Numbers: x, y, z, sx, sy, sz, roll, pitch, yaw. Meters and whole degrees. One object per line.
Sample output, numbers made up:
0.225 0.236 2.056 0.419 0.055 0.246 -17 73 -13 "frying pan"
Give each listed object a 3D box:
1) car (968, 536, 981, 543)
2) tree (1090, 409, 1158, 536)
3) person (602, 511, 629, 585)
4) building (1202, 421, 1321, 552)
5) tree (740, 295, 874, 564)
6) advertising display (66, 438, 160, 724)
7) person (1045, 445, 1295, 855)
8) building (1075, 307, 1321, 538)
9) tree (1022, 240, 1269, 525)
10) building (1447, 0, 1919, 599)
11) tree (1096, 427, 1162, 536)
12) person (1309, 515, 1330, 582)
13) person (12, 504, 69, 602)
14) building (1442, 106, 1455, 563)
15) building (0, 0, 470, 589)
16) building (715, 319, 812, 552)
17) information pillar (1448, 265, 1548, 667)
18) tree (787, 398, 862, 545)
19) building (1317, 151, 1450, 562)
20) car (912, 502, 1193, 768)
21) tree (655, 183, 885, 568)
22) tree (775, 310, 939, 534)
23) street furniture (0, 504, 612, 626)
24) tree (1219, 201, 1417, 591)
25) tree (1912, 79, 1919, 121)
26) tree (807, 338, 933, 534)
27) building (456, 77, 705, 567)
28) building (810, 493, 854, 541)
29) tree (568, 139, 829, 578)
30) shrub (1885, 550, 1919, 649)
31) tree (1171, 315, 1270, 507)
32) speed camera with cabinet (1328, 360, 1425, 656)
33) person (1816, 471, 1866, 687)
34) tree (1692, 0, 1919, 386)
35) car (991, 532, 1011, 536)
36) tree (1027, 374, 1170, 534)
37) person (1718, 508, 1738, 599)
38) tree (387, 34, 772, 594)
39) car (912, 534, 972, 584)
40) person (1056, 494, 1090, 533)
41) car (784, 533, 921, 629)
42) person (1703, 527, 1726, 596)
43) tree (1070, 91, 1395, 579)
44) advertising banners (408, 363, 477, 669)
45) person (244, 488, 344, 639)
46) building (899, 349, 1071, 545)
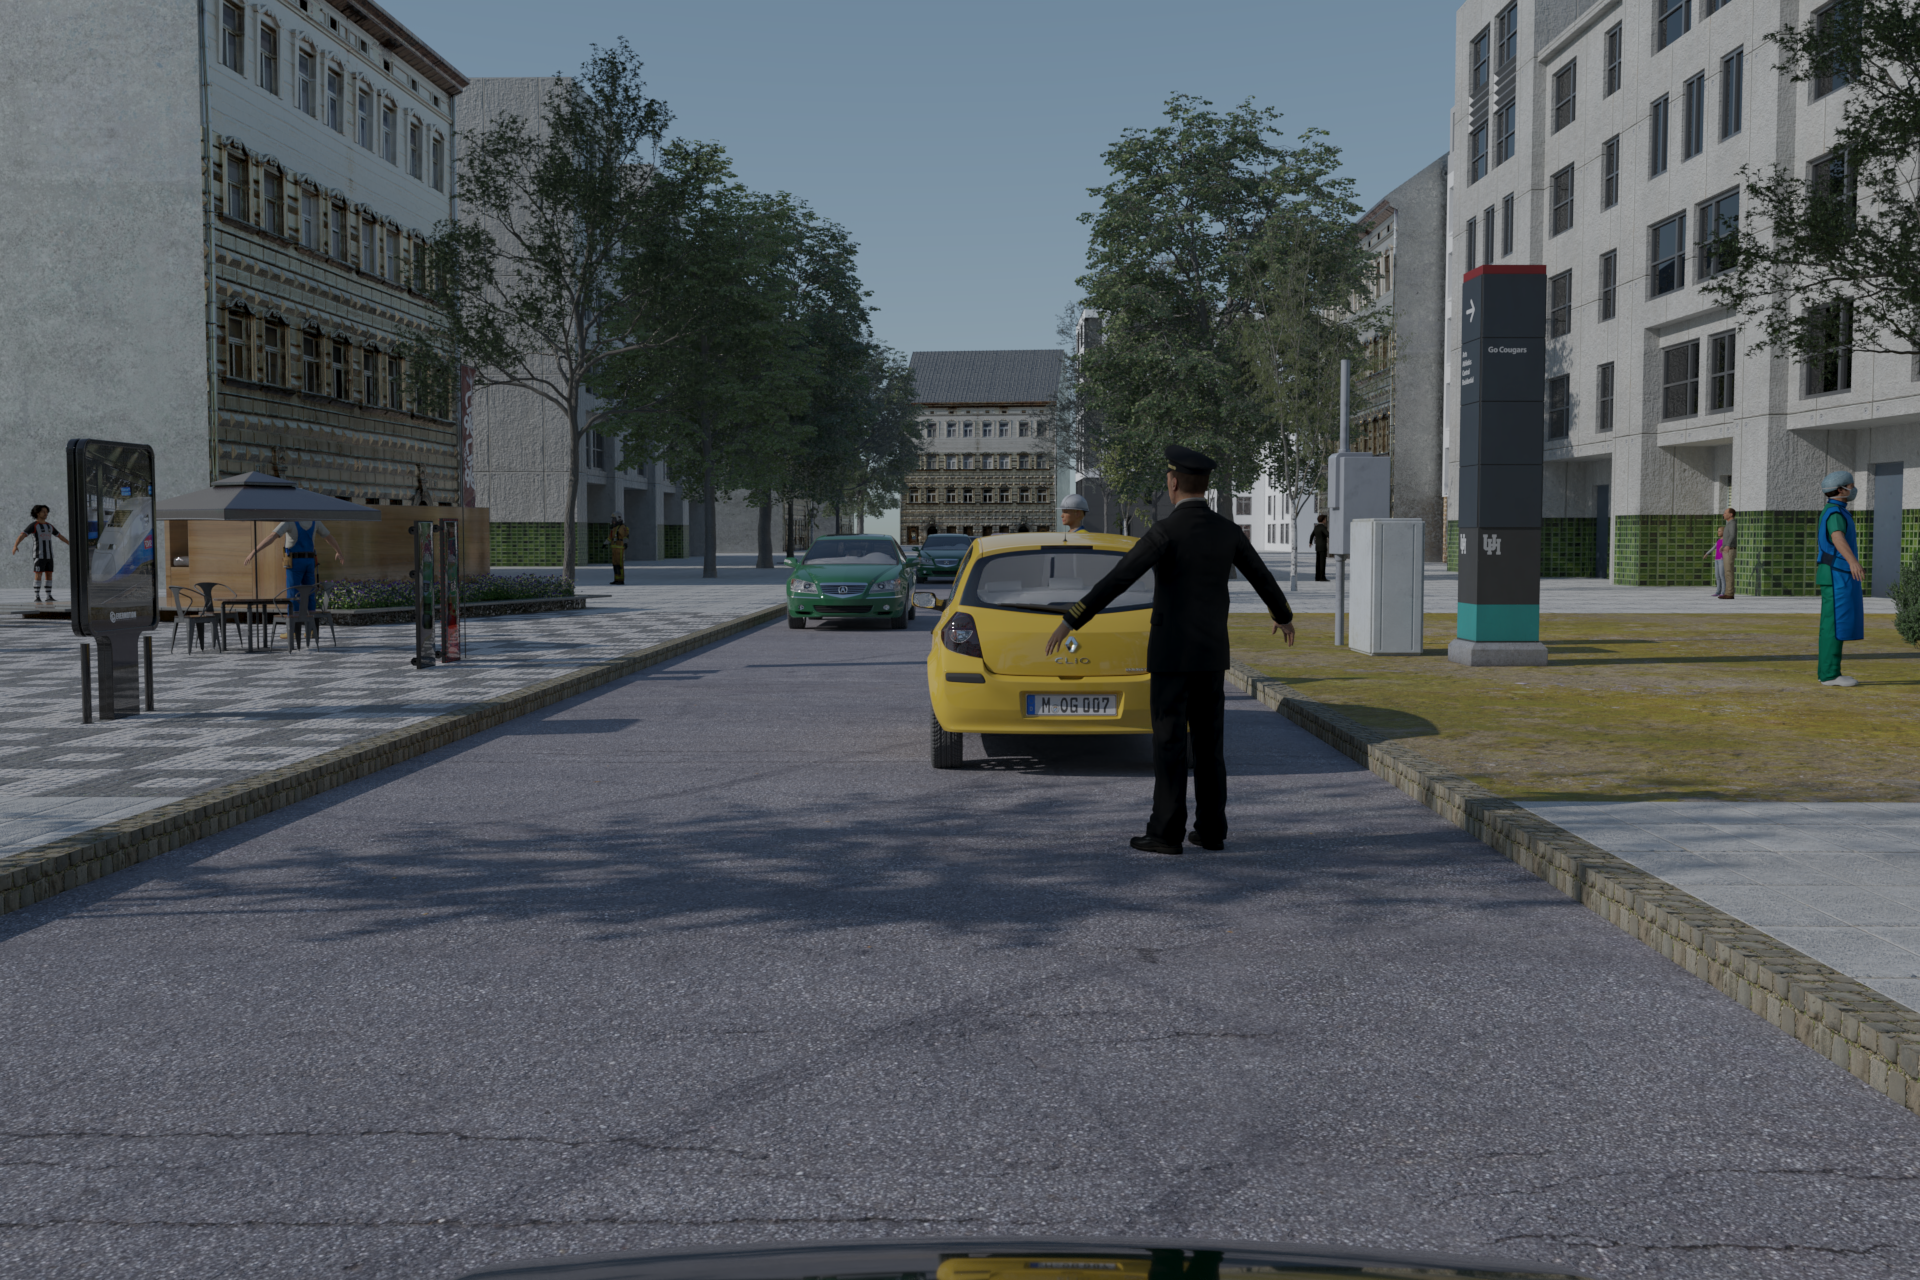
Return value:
0.517 -4.255 82.157 1.945 1.354 3.894 0 4 1 "car"
8.439 -8.373 87.268 4.737 8.622 4.395 0 3 0 "tree"
-8.661 -2.322 43.733 0.705 1.858 1.354 -3 4 -36 "person"
25.165 -12.044 139.059 9.099 9.664 28.070 0 4 1 "building"
-7.247 -9.128 74.999 9.928 11.665 9.643 0 3 0 "tree"
-5.890 -0.420 12.084 0.123 1.923 0.974 0 4 2 "advertising display"
1.016 0.033 7.851 1.347 1.837 0.705 -2 4 -28 "person"
25.339 -20.099 172.590 27.936 21.610 32.646 0 4 1 "building"
8.028 -9.795 70.516 12.009 13.543 11.850 0 3 0 "tree"
24.936 -10.811 43.216 16.747 18.905 31.486 0 4 1 "building"
9.363 -8.958 96.823 4.737 8.622 4.395 0 3 0 "tree"
9.760 -2.476 46.663 0.705 1.806 1.347 -1 4 -23 "person"
-16.900 -1.578 31.949 0.704 1.843 1.345 2 4 25 "person"
26.309 -13.337 74.472 16.016 20.090 11.380 0 4 1 "building"
-26.365 -13.353 49.250 19.493 23.208 18.063 0 4 2 "building"
-21.543 -18.380 131.437 19.493 23.208 18.063 0 4 1 "building"
5.311 -1.691 17.019 0.750 3.857 0.750 0 4 -1 "information pillar"
-6.768 -8.031 81.665 4.737 8.622 4.395 0 3 0 "tree"
28.978 -15.634 86.542 19.493 23.208 18.063 0 4 1 "building"
0.656 -0.109 12.014 2.015 1.641 3.980 0 4 0 "car"
-7.245 -9.670 64.752 9.857 13.997 8.962 0 3 0 "tree"
-6.810 -11.313 95.345 12.009 13.543 11.850 0 3 0 "tree"
-9.279 -1.296 28.051 9.812 1.723 11.010 1 4 20 "street furniture"
7.435 -5.416 38.918 4.360 8.622 3.978 0 3 0 "tree"
7.075 -4.413 6.571 8.767 10.594 7.601 0 4 -4 "tree"
-6.653 -12.674 113.874 9.857 13.997 8.962 0 3 0 "tree"
-22.980 -13.263 83.304 16.747 18.905 31.486 0 4 1 "building"
-20.888 -21.176 177.153 19.493 23.208 18.063 0 4 1 "building"
-7.668 -8.114 50.785 7.486 12.596 7.792 0 3 0 "tree"
10.854 -0.497 19.240 1.383 1.207 1.383 0 3 0 "shrub"
8.494 -6.616 58.531 4.737 8.622 4.395 0 3 0 "tree"
4.576 -1.513 19.081 0.660 3.252 2.038 0 4 -1 "speed camera with cabinet"
7.480 -0.525 14.715 0.704 1.817 1.347 1 4 21 "person"
13.583 -5.424 23.089 7.601 10.594 8.767 1 4 9 "tree"
2.359 -5.321 96.046 2.155 1.783 4.494 0 4 1 "car"
9.410 -12.257 110.773 12.009 13.543 11.850 0 3 0 "tree"
15.142 -1.705 34.147 0.705 1.796 1.348 1 4 20 "person"
-6.992 -5.968 31.989 7.601 10.594 8.767 -1 4 -9 "tree"
-0.352 -2.438 51.654 2.131 1.459 4.920 0 4 1 "car"
0.877 -0.353 14.698 0.721 1.772 1.216 -1 4 -21 "person"
-1.672 -0.970 27.659 2.131 1.459 4.920 0 4 1 "car"
15.530 -1.602 35.466 0.599 1.433 0.991 0 4 -7 "person"
7.530 -8.722 49.257 9.857 13.997 8.962 0 3 0 "tree"
-5.114 -1.290 17.279 0.090 3.025 2.074 0 4 2 "advertising banners"
-8.129 -0.945 21.299 0.705 1.847 1.347 3 4 36 "person"
3.334 -22.779 205.825 18.063 23.208 19.493 1 4 8 "building"
